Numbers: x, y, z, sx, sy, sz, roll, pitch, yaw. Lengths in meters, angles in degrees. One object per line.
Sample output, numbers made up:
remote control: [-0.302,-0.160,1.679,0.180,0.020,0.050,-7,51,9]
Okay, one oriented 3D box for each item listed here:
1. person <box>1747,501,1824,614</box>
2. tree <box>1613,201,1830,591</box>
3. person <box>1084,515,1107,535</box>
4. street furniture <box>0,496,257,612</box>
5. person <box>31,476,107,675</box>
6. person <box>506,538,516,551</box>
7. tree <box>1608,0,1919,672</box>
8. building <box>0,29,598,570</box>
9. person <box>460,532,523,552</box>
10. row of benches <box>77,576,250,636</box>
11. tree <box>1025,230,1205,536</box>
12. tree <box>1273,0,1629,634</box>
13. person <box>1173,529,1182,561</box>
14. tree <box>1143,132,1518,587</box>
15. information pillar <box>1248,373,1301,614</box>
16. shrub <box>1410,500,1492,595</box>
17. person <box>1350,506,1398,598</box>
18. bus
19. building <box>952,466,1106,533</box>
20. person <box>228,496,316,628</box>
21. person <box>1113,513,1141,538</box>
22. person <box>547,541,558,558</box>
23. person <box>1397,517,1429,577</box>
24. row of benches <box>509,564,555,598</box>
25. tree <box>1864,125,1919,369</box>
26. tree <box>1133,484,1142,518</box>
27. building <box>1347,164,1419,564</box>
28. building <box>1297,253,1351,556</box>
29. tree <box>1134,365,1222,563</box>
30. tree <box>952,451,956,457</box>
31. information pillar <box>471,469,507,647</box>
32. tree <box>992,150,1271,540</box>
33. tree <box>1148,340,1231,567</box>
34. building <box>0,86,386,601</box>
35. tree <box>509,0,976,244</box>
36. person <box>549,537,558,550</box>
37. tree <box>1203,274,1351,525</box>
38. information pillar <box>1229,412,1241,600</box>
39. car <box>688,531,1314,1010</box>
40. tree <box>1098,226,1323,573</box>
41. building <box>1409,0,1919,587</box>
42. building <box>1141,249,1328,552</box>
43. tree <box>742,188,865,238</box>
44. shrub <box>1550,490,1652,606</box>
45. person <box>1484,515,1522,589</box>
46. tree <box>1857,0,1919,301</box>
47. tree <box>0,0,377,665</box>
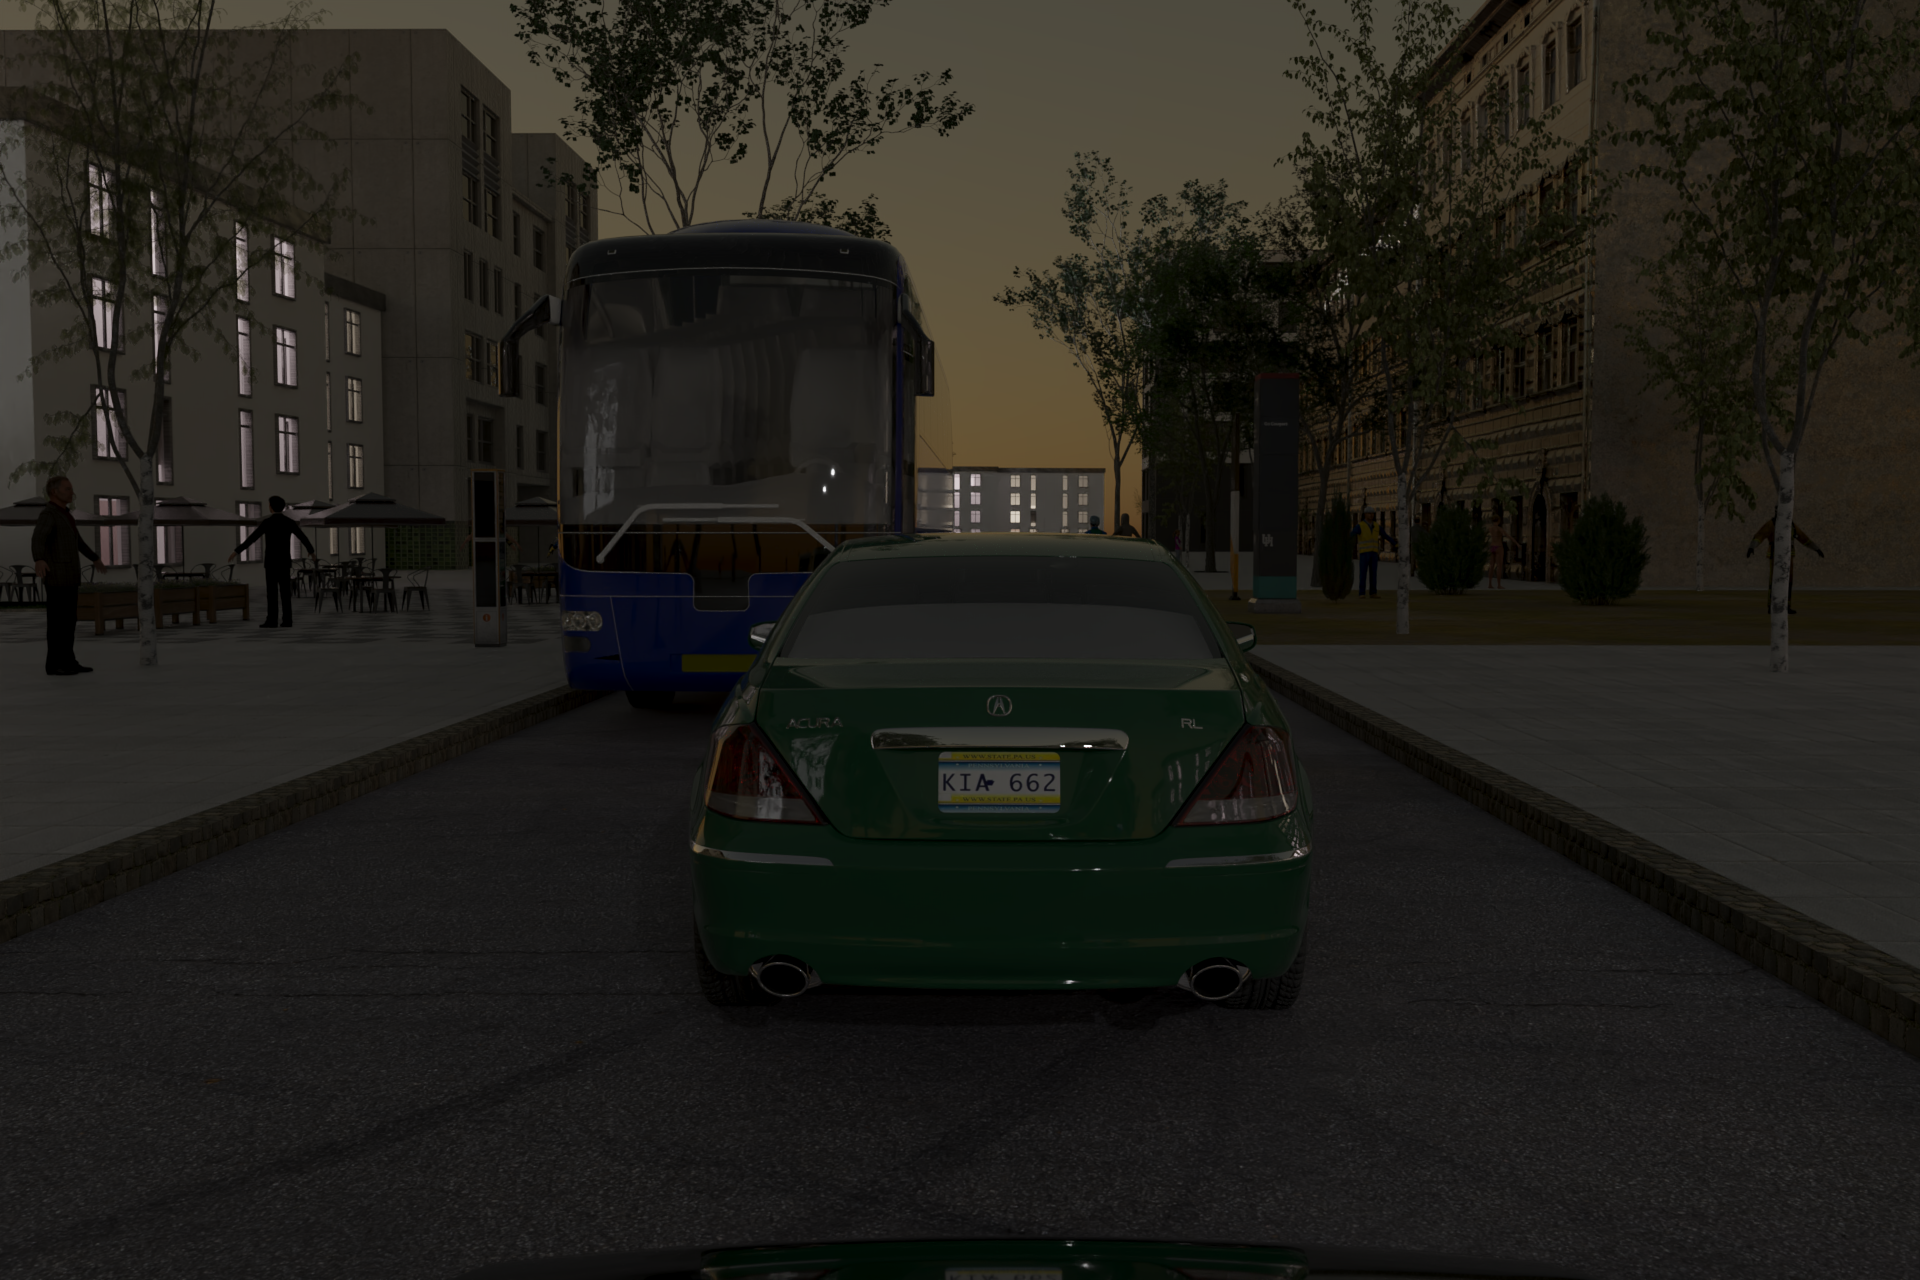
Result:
person: [13.191,-1.346,27.780,1.354,1.858,0.705,-1,4,-10]
tree: [16.940,-5.409,38.800,4.737,8.622,4.395,0,3,0]
person: [2.767,-1.668,35.850,1.347,1.817,0.704,-1,4,-21]
street furniture: [-26.139,-1.264,25.694,27.439,1.986,14.083,0,4,-4]
person: [-8.194,-0.592,15.853,0.705,1.807,1.348,0,4,-5]
person: [-10.404,-2.022,38.989,0.705,1.837,1.347,-3,5,-41]
tree: [7.851,-4.012,15.963,4.737,8.622,4.395,0,3,0]
building: [-26.161,-12.866,76.811,16.747,18.905,31.486,0,4,1]
person: [-10.189,-1.940,37.571,1.347,1.847,0.705,0,4,-3]
row of benches: [-11.037,-0.507,23.746,1.422,0.672,4.104,0,4,4]
tree: [11.190,-15.318,106.342,12.611,20.169,13.585,0,3,0]
tree: [5.788,-4.370,21.815,4.737,8.622,4.395,0,3,0]
person: [7.196,-2.904,56.743,0.599,1.433,0.991,0,4,5]
tree: [8.575,-6.536,41.269,8.767,10.594,7.601,0,4,5]
information pillar: [5.138,-2.374,28.194,0.750,3.857,0.750,0,4,1]
shrub: [10.375,-1.967,36.585,1.690,2.028,1.600,0,3,0]
person: [8.152,-1.745,34.499,1.349,1.833,0.705,-1,4,-13]
bus: [-1.488,-1.587,17.499,2.896,3.916,12.251,0,4,1]
building: [4.117,-16.579,215.673,28.070,9.664,9.099,0,4,-6]
person: [-9.374,-1.074,23.748,0.705,1.806,1.347,2,4,33]
person: [4.194,-2.329,44.208,1.348,1.813,0.705,-2,4,-32]
person: [-5.654,-1.216,26.350,1.216,1.772,0.721,-1,4,-17]
person: [13.732,-2.797,52.000,1.348,1.796,0.705,2,4,35]
row of benches: [-7.717,-1.292,36.587,1.422,0.672,4.104,2,4,35]
tree: [16.650,-4.744,27.930,4.737,8.622,4.395,0,3,0]
tree: [23.732,-16.012,212.165,4.360,8.622,3.978,0,3,0]
building: [28.629,-15.107,77.931,19.493,23.208,18.063,0,4,2]
building: [29.821,-16.325,97.843,19.493,23.208,18.063,0,4,2]
tree: [9.431,-7.523,73.366,4.360,8.622,3.978,0,3,0]
tree: [-5.268,-12.184,109.570,12.009,13.543,11.850,0,3,0]
information pillar: [-5.349,-0.929,19.687,0.304,2.012,0.304,0,4,2]
tree: [8.391,-14.127,86.858,12.611,20.169,13.585,0,3,0]
tree: [8.836,-7.106,66.544,4.737,8.622,4.395,0,3,0]
building: [-21.442,-6.404,46.860,9.099,9.664,28.070,0,4,2]
tree: [-6.304,-11.821,49.170,12.611,20.169,13.585,0,3,0]
person: [-8.932,-2.123,40.486,1.354,1.856,0.705,-1,4,-19]
tree: [8.437,-6.043,49.161,4.360,8.622,3.978,0,3,0]
information pillar: [5.342,-2.586,33.640,0.183,3.616,0.504,0,4,0]
car: [0.158,0.314,6.667,2.131,1.459,4.920,0,4,1]
tree: [8.438,-8.065,57.619,9.928,11.665,9.643,0,3,0]
building: [24.679,-13.407,50.125,19.493,23.208,18.063,0,4,2]
building: [28.594,-18.156,140.817,27.936,21.610,32.646,0,4,2]
tree: [-7.090,-9.678,64.886,9.857,13.997,8.962,0,3,0]
shrub: [11.541,-1.661,31.200,1.661,2.075,1.752,0,3,0]
person: [12.636,-2.072,40.678,0.721,1.733,1.217,-3,4,-38]
tree: [13.032,-4.380,21.973,4.360,8.622,3.978,0,3,0]
tree: [-7.983,-4.044,16.483,4.360,8.622,3.978,0,3,0]
